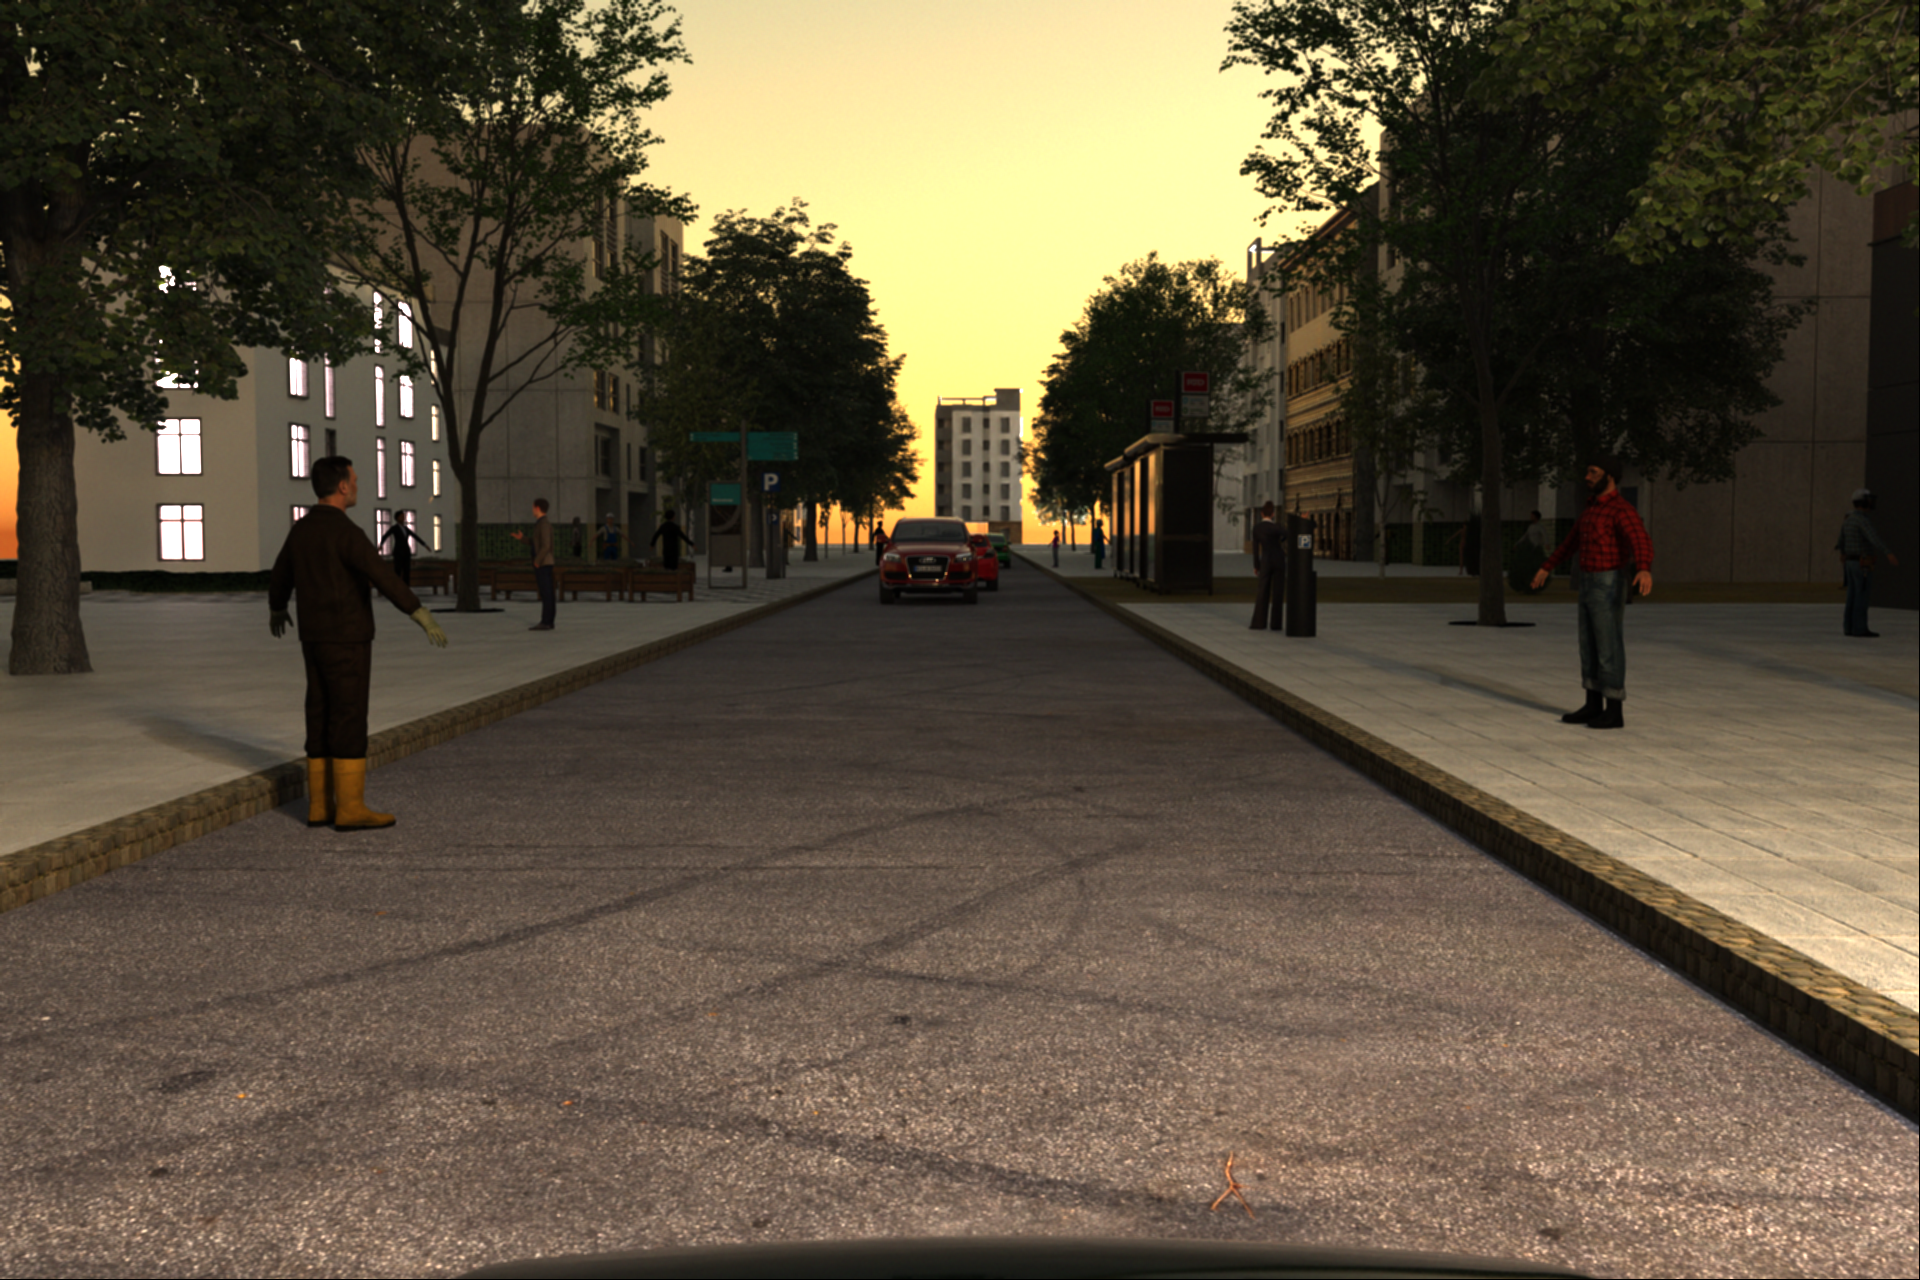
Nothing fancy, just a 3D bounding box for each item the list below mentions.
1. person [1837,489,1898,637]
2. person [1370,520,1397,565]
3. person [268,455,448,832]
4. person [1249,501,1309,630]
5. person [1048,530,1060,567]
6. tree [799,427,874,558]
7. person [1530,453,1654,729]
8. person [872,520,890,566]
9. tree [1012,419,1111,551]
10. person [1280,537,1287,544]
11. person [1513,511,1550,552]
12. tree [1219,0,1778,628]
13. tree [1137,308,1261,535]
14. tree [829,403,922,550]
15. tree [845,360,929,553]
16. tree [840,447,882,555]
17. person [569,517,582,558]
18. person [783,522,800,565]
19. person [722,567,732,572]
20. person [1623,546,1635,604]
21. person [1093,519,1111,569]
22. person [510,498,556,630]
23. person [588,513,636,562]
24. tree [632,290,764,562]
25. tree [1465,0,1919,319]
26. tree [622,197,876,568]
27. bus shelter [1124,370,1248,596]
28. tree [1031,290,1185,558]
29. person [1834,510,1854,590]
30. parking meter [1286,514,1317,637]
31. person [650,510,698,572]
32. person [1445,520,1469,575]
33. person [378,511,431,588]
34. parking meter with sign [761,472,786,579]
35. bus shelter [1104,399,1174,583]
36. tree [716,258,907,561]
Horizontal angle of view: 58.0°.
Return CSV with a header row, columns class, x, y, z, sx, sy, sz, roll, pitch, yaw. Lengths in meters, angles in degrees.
class,x,y,z,sx,sy,sz,roll,pitch,yaw
person,11.305,-0.970,21.694,0.704,1.849,1.345,0,4,2
person,17.423,-3.997,71.113,1.354,1.858,0.705,-2,4,-25
person,-3.016,0.008,8.458,1.346,1.812,0.704,3,4,36
person,4.274,-1.000,23.200,0.742,1.727,0.445,0,4,-2
person,3.625,-3.508,66.624,0.599,1.433,0.991,-1,4,-22
tree,-6.887,-8.646,91.716,4.737,8.622,4.395,0,3,0
person,4.252,-0.333,11.550,0.704,1.816,1.345,-1,4,-11
person,-3.217,-3.929,70.170,0.705,1.837,1.347,-3,4,-37
tree,8.353,-11.967,130.067,8.767,10.594,7.601,-3,5,-43
person,9.072,-2.489,47.154,0.721,1.772,1.216,-2,4,-32
person,12.951,-2.013,39.092,0.705,1.806,1.347,-1,4,-16
tree,7.350,-6.012,24.053,9.928,11.665,9.643,0,3,0
tree,7.867,-6.493,56.521,4.360,8.622,3.978,0,3,0
tree,-6.863,-13.264,134.996,7.486,12.596,7.792,0,3,0
tree,-6.926,-12.668,117.497,12.009,13.543,11.850,0,3,0
tree,-6.906,-9.460,105.030,4.737,8.622,4.395,0,3,0
person,-11.801,-2.883,53.264,0.705,1.813,1.348,-1,4,-21
person,-7.311,-4.021,72.020,1.348,1.796,0.705,-2,4,-33
person,-7.869,-3.228,58.564,0.705,1.856,1.354,-1,4,-22
person,12.093,-1.536,31.710,0.434,1.755,0.990,0,4,-3
person,5.094,-3.480,63.026,0.704,1.817,1.347,-1,4,-21
person,-5.758,-1.020,23.244,0.750,1.759,0.617,0,4,6
person,-9.376,-2.486,46.505,1.347,1.847,0.705,-2,4,-34
tree,-8.196,-6.295,53.283,4.737,8.622,4.395,0,3,0
tree,6.704,-5.647,10.460,7.486,12.596,7.792,0,3,0
tree,-7.882,-9.733,65.783,9.857,13.997,8.962,0,3,0
bus shelter,5.015,-3.823,40.146,2.179,5.291,8.768,0,4,1
tree,8.446,-11.356,92.326,9.857,13.997,8.962,0,3,0
person,20.473,-2.077,39.929,0.705,1.833,1.349,1,4,12
parking meter,4.274,-0.811,21.670,0.372,1.533,0.369,0,3,0
person,-6.267,-1.923,37.621,1.347,1.806,0.705,2,4,33
person,15.854,-2.914,54.446,1.217,1.733,0.721,0,4,-3
person,-10.941,-1.674,34.083,0.721,1.740,1.216,3,4,36
parking meter with sign,-5.317,-3.277,49.835,0.543,3.016,1.738,0,4,2
bus shelter,5.311,-4.379,49.223,2.179,5.291,8.768,0,4,0
tree,-7.070,-10.714,81.826,9.857,13.997,8.962,0,3,0
